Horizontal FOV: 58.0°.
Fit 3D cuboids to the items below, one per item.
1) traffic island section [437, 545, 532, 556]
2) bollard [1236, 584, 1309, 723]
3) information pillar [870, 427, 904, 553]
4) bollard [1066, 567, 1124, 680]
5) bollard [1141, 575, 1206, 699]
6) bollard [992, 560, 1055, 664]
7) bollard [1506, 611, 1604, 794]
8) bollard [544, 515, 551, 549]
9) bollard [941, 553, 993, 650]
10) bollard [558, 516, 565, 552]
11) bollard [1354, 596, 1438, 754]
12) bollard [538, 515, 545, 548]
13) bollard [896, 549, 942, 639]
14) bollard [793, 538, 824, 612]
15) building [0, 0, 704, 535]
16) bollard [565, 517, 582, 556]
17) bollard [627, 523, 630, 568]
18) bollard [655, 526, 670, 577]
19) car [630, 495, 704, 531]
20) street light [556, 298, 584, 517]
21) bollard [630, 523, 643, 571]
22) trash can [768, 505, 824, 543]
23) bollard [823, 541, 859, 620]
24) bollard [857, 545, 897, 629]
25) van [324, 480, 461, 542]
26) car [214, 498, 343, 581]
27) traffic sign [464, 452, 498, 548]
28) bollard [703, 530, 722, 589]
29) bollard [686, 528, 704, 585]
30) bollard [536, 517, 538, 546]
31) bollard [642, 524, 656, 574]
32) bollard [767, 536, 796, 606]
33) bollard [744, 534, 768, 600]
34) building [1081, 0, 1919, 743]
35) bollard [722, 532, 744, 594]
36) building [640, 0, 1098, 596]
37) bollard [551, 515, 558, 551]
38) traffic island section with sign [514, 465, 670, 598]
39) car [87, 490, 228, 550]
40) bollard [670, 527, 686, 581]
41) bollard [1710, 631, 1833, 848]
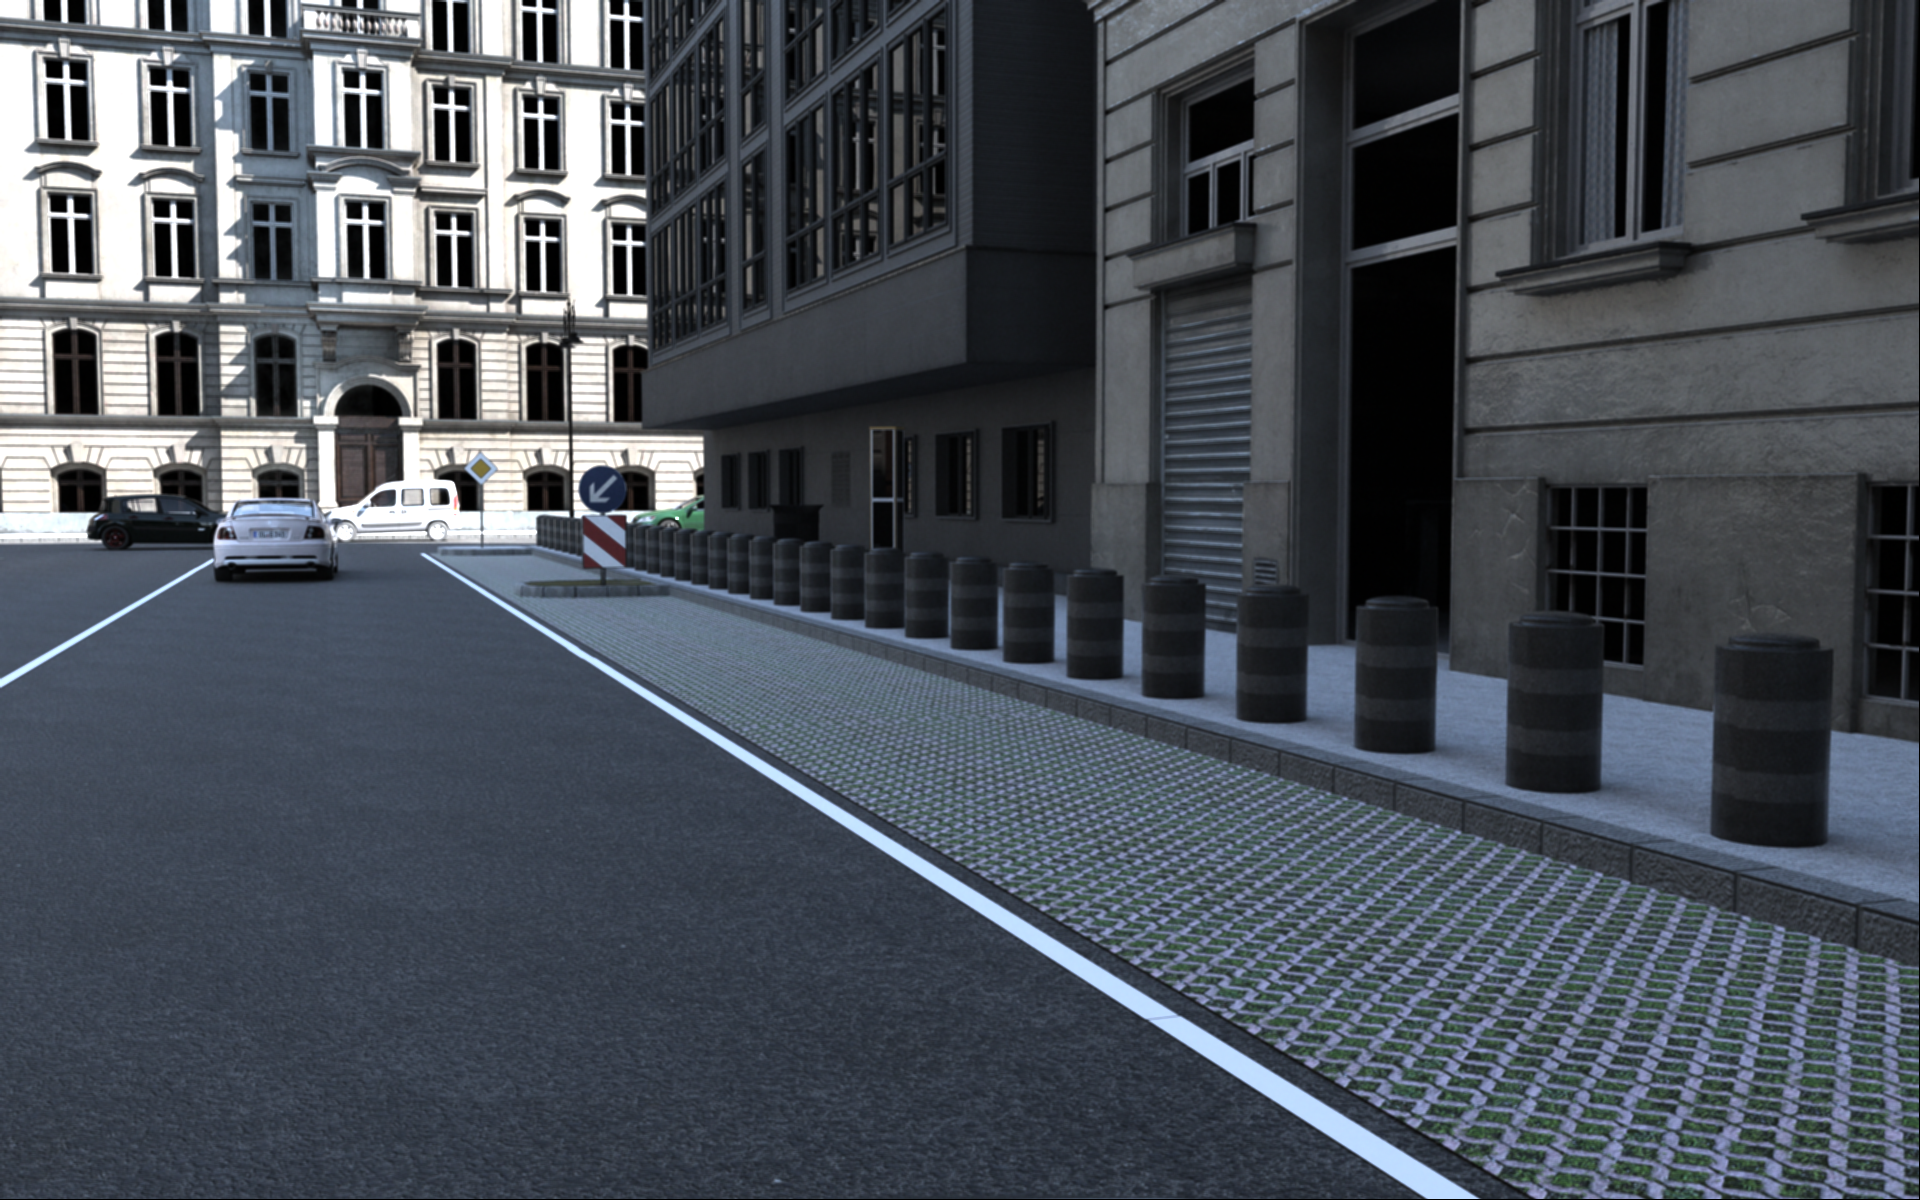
[{"bbox_3d":[-11.403,-1.170,41.413,2.009,0.180,2.903,-1,4,-20],"label":"traffic island section"},{"bbox_3d":[1.776,0.297,9.858,0.404,0.777,0.398,0,3,0],"label":"bollard"},{"bbox_3d":[-0.800,-0.892,19.071,0.304,2.012,0.304,1,4,16],"label":"information pillar"},{"bbox_3d":[0.946,0.158,12.132,0.404,0.777,0.398,0,3,0],"label":"bollard"},{"bbox_3d":[1.356,0.227,11.002,0.404,0.777,0.398,0,3,0],"label":"bollard"},{"bbox_3d":[0.527,0.089,13.268,0.404,0.777,0.398,0,3,0],"label":"bollard"},{"bbox_3d":[2.607,0.436,7.593,0.404,0.777,0.398,0,3,0],"label":"bollard"},{"bbox_3d":[-9.434,-1.578,40.511,0.404,0.777,0.398,0,3,0],"label":"bollard"},{"bbox_3d":[0.118,0.019,14.405,0.404,0.777,0.398,0,3,0],"label":"bollard"},{"bbox_3d":[-8.595,-1.438,38.232,0.404,0.777,0.398,0,3,0],"label":"bollard"},{"bbox_3d":[2.195,0.367,8.722,0.404,0.777,0.398,0,3,0],"label":"bollard"},{"bbox_3d":[-9.846,-1.647,41.648,0.404,0.777,0.398,0,3,0],"label":"bollard"},{"bbox_3d":[-0.298,-0.050,15.537,0.404,0.777,0.398,0,3,0],"label":"bollard"},{"bbox_3d":[-1.549,-0.258,18.941,0.404,0.777,0.398,0,3,0],"label":"bollard"},{"bbox_3d":[-21.597,-14.880,62.373,34.723,24.649,14.460,-1,4,-20],"label":"building"},{"bbox_3d":[-8.181,-1.369,37.093,0.404,0.777,0.398,0,3,0],"label":"bollard"},{"bbox_3d":[-5.694,-0.953,30.294,0.404,0.777,0.398,0,3,0],"label":"bollard"},{"bbox_3d":[-4.455,-0.745,26.897,0.404,0.777,0.398,0,3,0],"label":"bollard"},{"bbox_3d":[-7.821,-2.573,53.867,4.920,1.459,2.131,-1,4,-22],"label":"car"},{"bbox_3d":[-9.229,-4.175,41.046,0.468,5.910,1.993,-1,4,-20],"label":"street light"},{"bbox_3d":[-5.281,-0.884,29.165,0.404,0.777,0.398,0,3,0],"label":"bollard"},{"bbox_3d":[-2.199,-0.711,23.283,0.748,1.137,0.748,0,3,0],"label":"trash can"},{"bbox_3d":[-1.129,-0.189,17.807,0.404,0.777,0.398,0,3,0],"label":"bollard"},{"bbox_3d":[-0.719,-0.120,16.673,0.404,0.777,0.398,0,3,0],"label":"bollard"},{"bbox_3d":[-17.351,-2.798,52.761,4.112,2.044,2.013,-1,4,-18],"label":"van"},{"bbox_3d":[-11.805,-1.079,30.011,2.083,1.381,4.827,-1,4,-18],"label":"car"},{"bbox_3d":[-11.422,-2.305,41.328,0.795,2.450,0.064,-1,4,-20],"label":"traffic sign"},{"bbox_3d":[-3.211,-0.537,23.500,0.404,0.777,0.398,0,3,0],"label":"bollard"},{"bbox_3d":[-3.623,-0.606,24.629,0.404,0.777,0.398,0,3,0],"label":"bollard"},{"bbox_3d":[-10.263,-1.717,42.784,0.404,0.777,0.398,0,3,0],"label":"bollard"},{"bbox_3d":[-4.868,-0.814,28.033,0.404,0.777,0.398,0,3,0],"label":"bollard"},{"bbox_3d":[-1.963,-0.328,20.079,0.404,0.777,0.398,0,3,0],"label":"bollard"},{"bbox_3d":[-2.378,-0.398,21.223,0.404,0.777,0.398,0,3,0],"label":"bollard"},{"bbox_3d":[13.100,-10.621,6.945,16.112,22.955,30.059,-1,4,-20],"label":"building"},{"bbox_3d":[-2.799,-0.468,22.369,0.404,0.777,0.398,0,3,0],"label":"bollard"},{"bbox_3d":[3.027,-14.578,31.855,14.314,27.812,24.014,-1,4,-20],"label":"building"},{"bbox_3d":[-9.016,-1.508,39.373,0.404,0.777,0.398,0,3,0],"label":"bollard"},{"bbox_3d":[-5.318,-0.987,24.759,1.989,1.847,2.006,-1,4,-20],"label":"traffic island section with sign"},{"bbox_3d":[-20.500,-2.172,45.298,4.222,1.686,2.009,-1,4,-20],"label":"car"},{"bbox_3d":[-4.044,-0.676,25.768,0.404,0.777,0.398,0,3,0],"label":"bollard"},{"bbox_3d":[3.022,0.505,6.455,0.404,0.777,0.398,0,3,0],"label":"bollard"}]
